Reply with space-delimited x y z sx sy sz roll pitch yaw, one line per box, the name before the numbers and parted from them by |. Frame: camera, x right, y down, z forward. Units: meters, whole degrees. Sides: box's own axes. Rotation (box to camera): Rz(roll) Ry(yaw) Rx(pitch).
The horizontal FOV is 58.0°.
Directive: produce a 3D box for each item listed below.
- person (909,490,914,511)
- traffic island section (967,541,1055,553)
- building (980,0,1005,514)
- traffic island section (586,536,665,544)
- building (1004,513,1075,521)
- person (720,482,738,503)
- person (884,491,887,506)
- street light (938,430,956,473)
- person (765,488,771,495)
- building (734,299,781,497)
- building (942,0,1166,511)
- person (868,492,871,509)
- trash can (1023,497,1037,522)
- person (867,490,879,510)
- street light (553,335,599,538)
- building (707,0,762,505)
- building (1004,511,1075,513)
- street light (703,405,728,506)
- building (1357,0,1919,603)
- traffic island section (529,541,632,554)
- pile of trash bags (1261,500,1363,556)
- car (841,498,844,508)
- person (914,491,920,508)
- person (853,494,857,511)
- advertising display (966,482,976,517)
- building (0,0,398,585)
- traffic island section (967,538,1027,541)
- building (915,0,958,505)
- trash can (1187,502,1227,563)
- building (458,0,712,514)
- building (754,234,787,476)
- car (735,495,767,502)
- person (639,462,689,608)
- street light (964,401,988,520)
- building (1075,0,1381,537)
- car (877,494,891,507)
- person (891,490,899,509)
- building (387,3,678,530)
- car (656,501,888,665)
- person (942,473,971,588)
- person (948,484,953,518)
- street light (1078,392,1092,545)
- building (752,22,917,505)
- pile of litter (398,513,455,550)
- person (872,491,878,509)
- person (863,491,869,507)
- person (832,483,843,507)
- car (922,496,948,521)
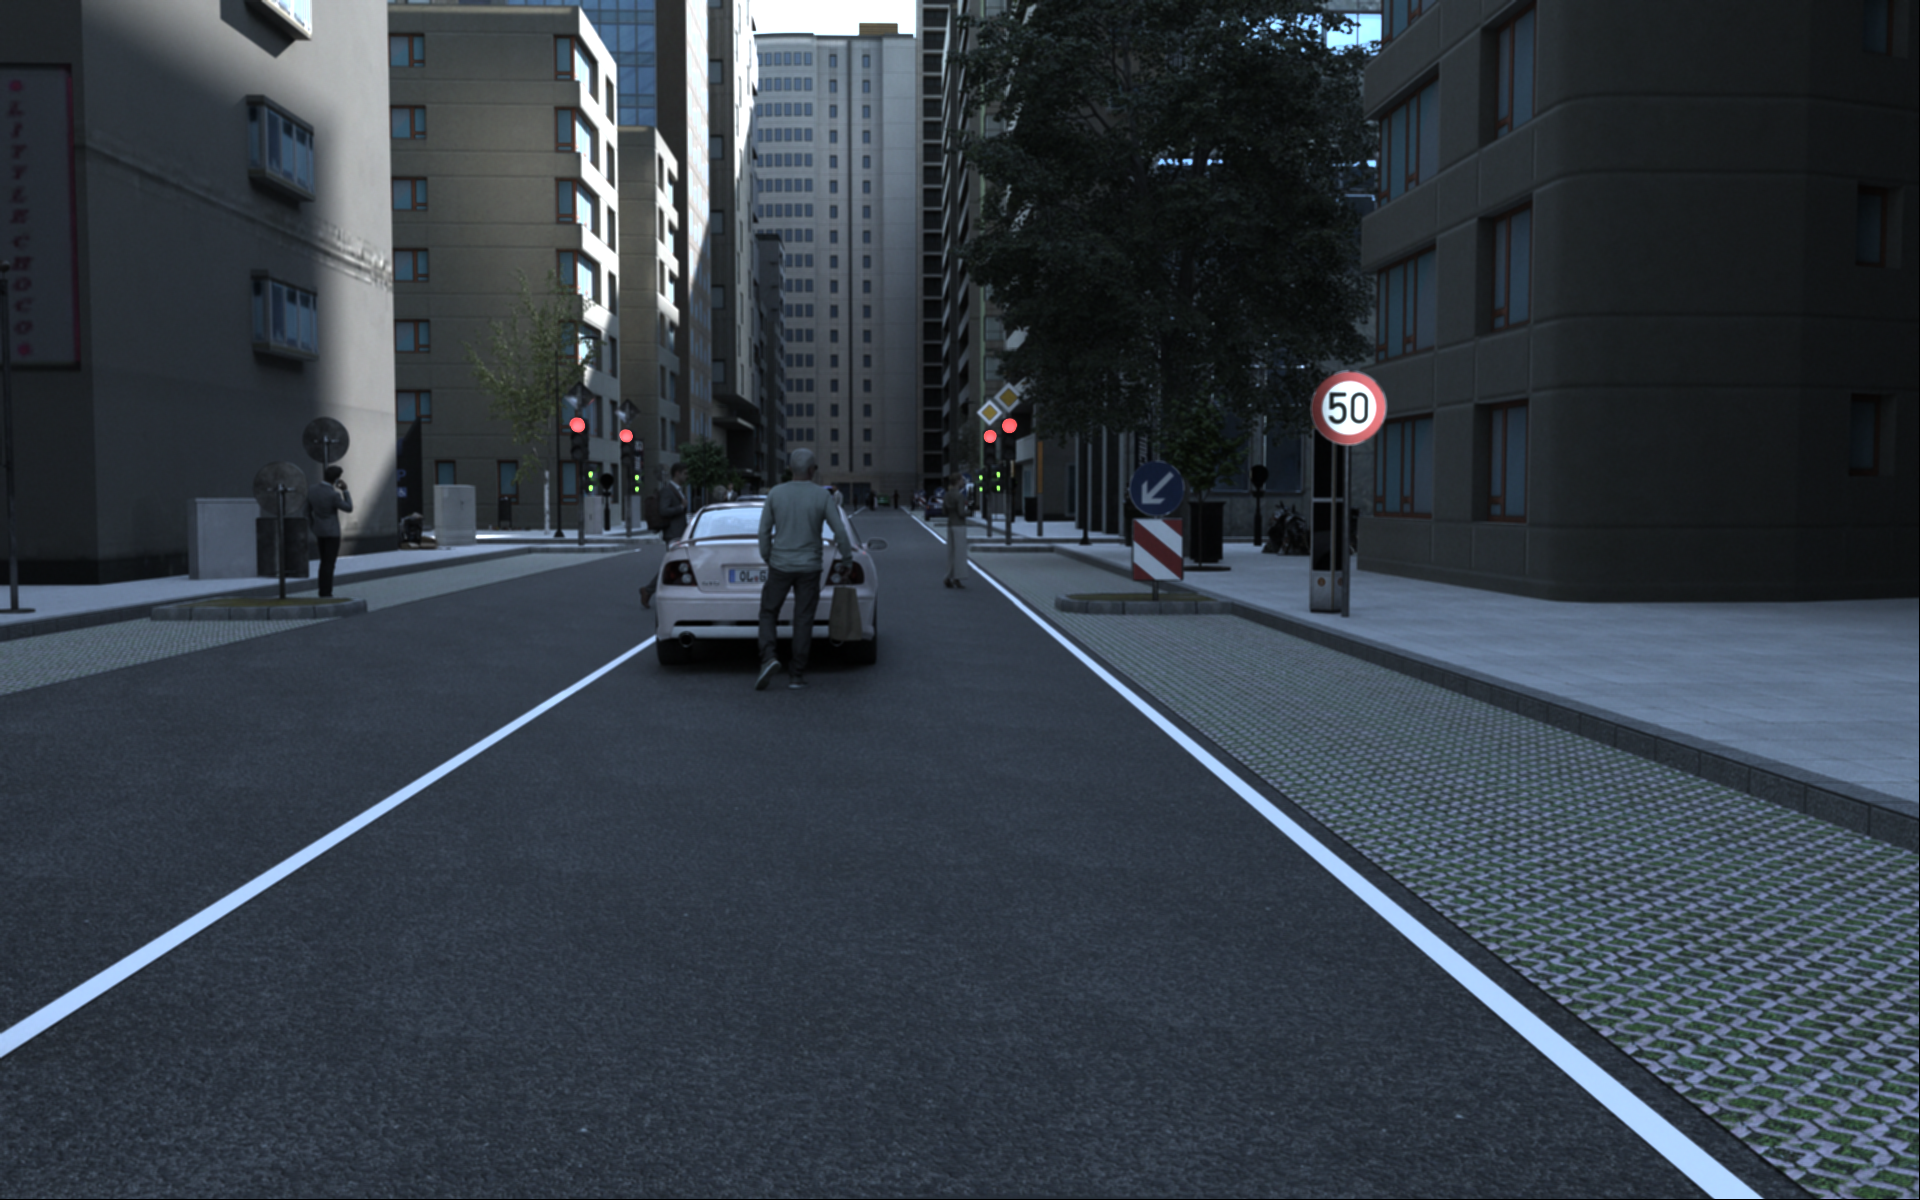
person | -4.210 -8.452 147.219 0.750 1.759 0.617 2 4 32
traffic island section | 1.239 -1.301 43.557 2.009 0.180 2.903 0 4 -2
building | 8.283 -26.465 116.294 14.154 41.232 14.086 0 4 -2
traffic island section | -9.784 -1.762 51.084 2.009 0.180 2.903 0 4 -2
building | 13.698 -28.549 90.484 21.300 48.544 21.600 0 4 -2
person | -7.657 -3.001 57.536 0.622 1.834 0.822 -1 4 -12
person | -8.805 -11.801 201.998 0.434 1.755 0.990 2 4 25
street light | -0.885 -9.395 126.149 1.470 5.913 1.316 0 4 -2
person | -10.896 -5.691 101.772 1.509 1.804 0.699 2 4 31
building | -32.089 -19.710 167.301 27.650 21.520 28.899 0 4 -2
building | 9.273 -33.207 166.635 21.300 48.544 21.600 0 4 -2
person | -8.958 -9.882 171.546 0.415 1.643 0.593 -3 5 -40
trash can | 3.283 -4.170 79.832 0.748 1.137 0.748 0 3 0
person | -7.615 -8.722 151.233 1.348 1.807 0.705 -3 5 -45
street light | -11.248 -4.785 50.778 1.470 5.913 1.316 0 4 -2
building | -30.315 -33.579 138.254 28.713 52.752 27.495 0 4 -2
building | 10.897 -31.891 145.125 21.300 48.544 21.600 0 4 -2
street light | -12.817 -7.216 90.515 1.470 5.913 1.316 0 4 -2
building | 21.154 -10.387 14.873 27.650 21.520 28.899 0 4 -2
traffic island section | -9.443 -1.274 43.106 2.009 0.180 2.903 0 4 -2
pile of trash bags | 7.538 -1.627 36.349 1.912 1.369 3.447 0 4 -1
car | -11.242 -8.865 153.734 1.959 1.807 4.718 0 4 -4
person | -4.102 -9.442 163.818 0.756 1.711 0.436 3 4 38
person | -8.685 -8.065 143.616 0.557 1.426 1.065 1 4 9
advertising display | 0.595 -5.569 96.264 0.123 1.923 0.974 -2 4 -28
building | -22.800 -24.654 26.800 21.600 48.544 21.300 0 4 -2
traffic island section | 0.898 -1.789 51.534 2.009 0.180 2.903 0 4 -2
building | 4.650 -47.841 220.457 20.611 71.187 20.563 0 4 -2
trash can | 4.602 -1.265 32.333 0.748 1.137 0.748 0 3 0
building | -24.220 -28.428 114.903 14.600 45.320 14.200 0 4 -2
building | -26.538 -25.786 193.297 14.107 30.474 14.160 0 4 -2
car | -6.360 -2.594 54.410 2.014 1.417 4.499 0 4 -3
person | -3.628 -0.821 21.884 0.822 1.834 0.622 0 4 -4
street light | 0.886 -6.978 86.630 1.470 5.913 1.316 0 4 -2
building | 19.833 -45.729 60.335 31.000 86.520 22.319 0 4 -2
car | -8.857 -11.501 196.841 1.959 1.807 4.718 0 4 -2
person | -6.229 -9.726 167.478 0.705 1.831 1.348 2 4 35
building | -27.883 -14.092 75.448 27.650 21.520 28.899 0 4 -2
car | -1.698 -0.220 15.961 2.083 1.381 4.827 0 4 -3
person | -0.021 -1.061 26.397 0.362 1.759 0.519 -2 4 -34
person | -0.220 -3.574 67.155 0.699 1.804 1.509 1 4 16
street light | 2.623 -4.339 43.489 1.470 5.913 1.316 0 4 -2
building | -19.746 -41.467 219.979 28.212 58.520 21.231 0 4 -2
pile of litter | -12.565 -1.591 39.985 1.719 0.858 1.176 0 4 -5
person | -8.130 -9.590 165.962 0.621 1.740 0.551 2 4 33
person | -10.637 -11.610 198.305 0.705 1.826 1.348 -3 5 -45
person | -3.930 -2.864 55.606 0.850 1.792 0.678 -2 4 -31
car | -1.034 -4.895 92.616 1.945 1.354 3.894 0 4 -2
